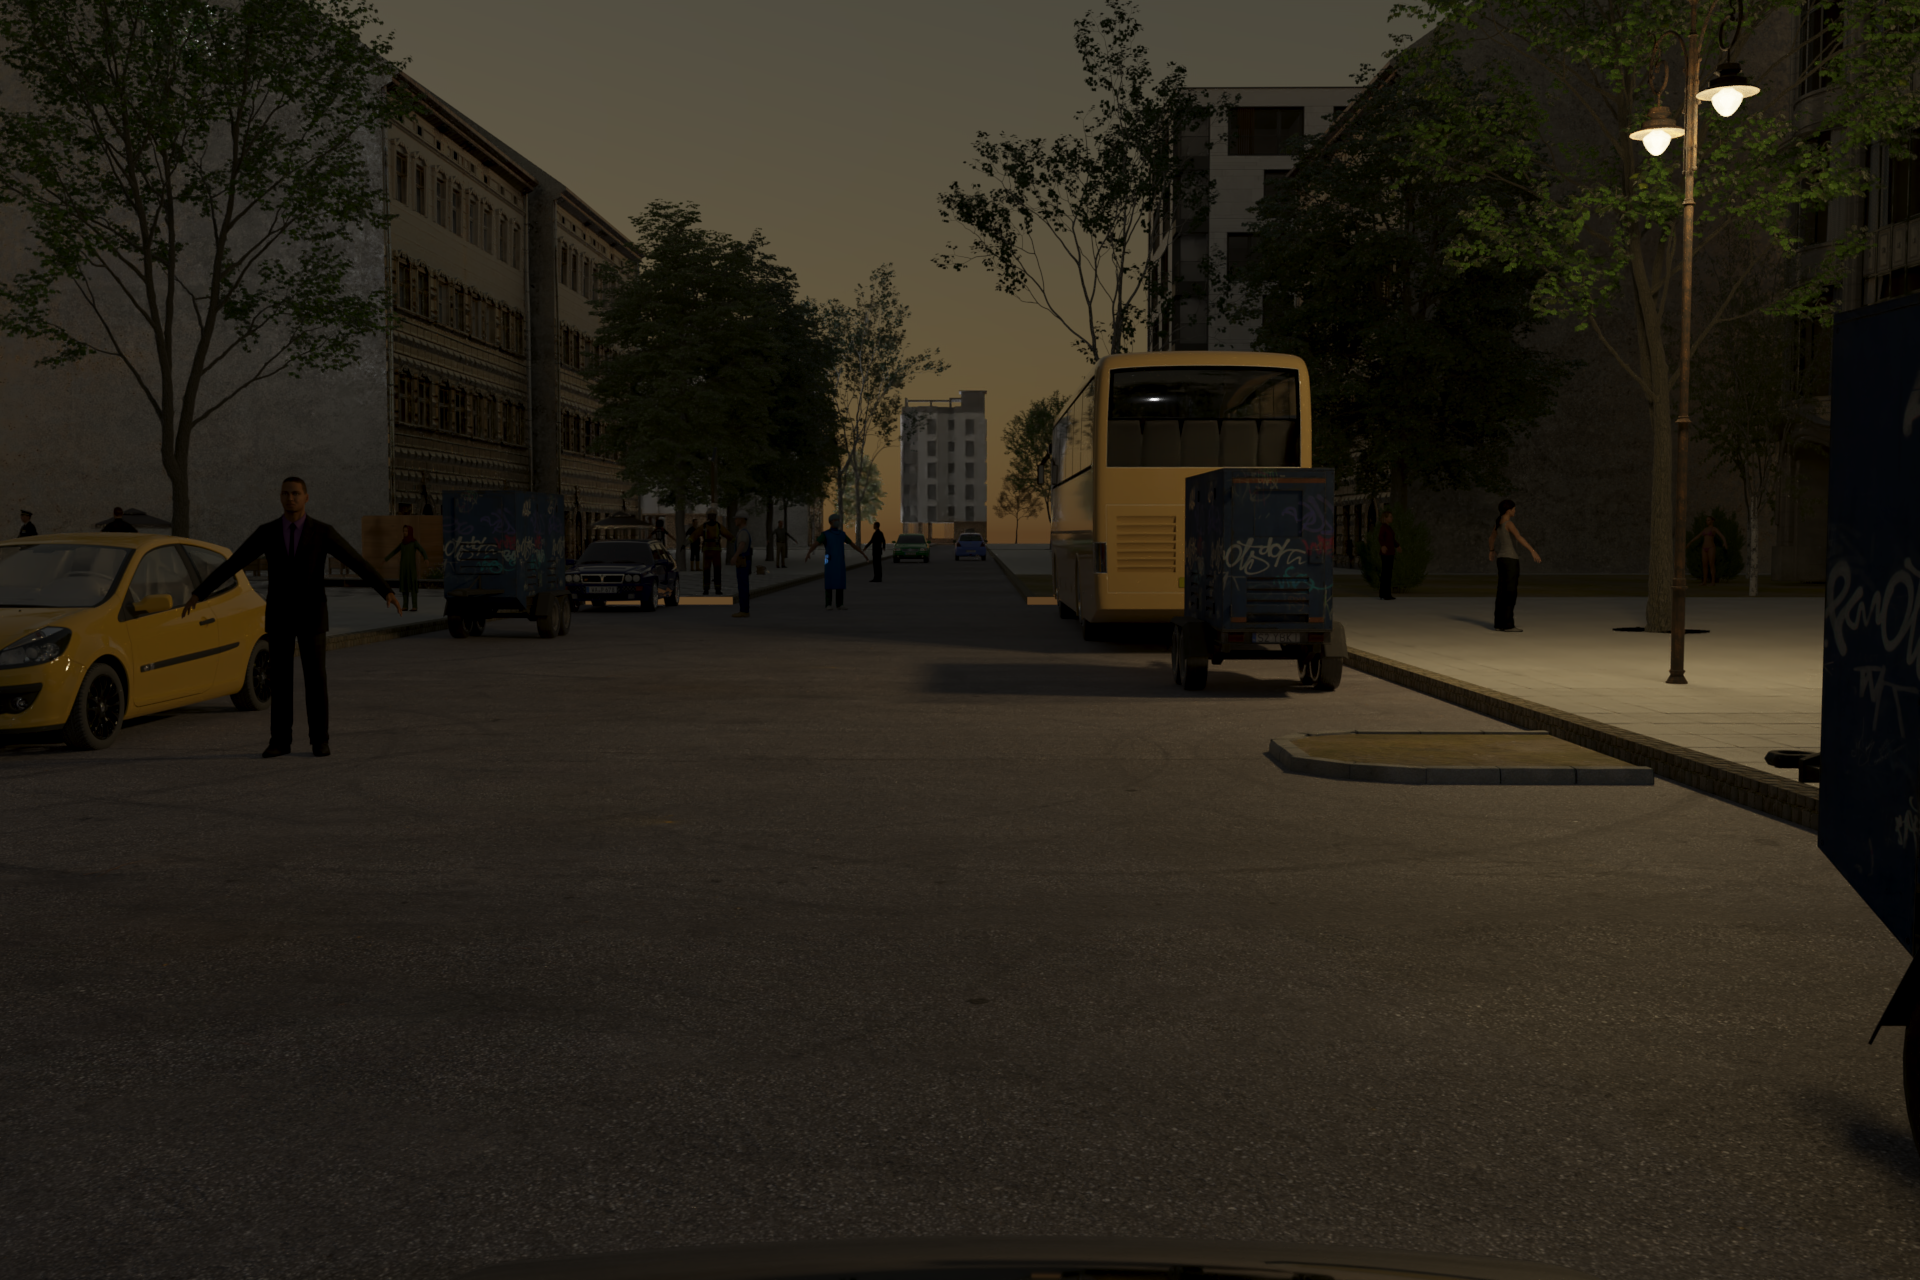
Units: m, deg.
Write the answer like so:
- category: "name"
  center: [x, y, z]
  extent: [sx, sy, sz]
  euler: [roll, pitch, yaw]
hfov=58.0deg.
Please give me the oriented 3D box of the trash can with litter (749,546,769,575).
- category: "trash can with litter"
  center: [-6.551, -2.643, 54.606]
  extent: [1.055, 1.170, 0.624]
  euler: [0, 4, 0]

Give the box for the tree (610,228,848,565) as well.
- category: "tree"
  center: [-9.471, -10.057, 71.094]
  extent: [9.857, 13.997, 8.962]
  euler: [0, 3, 0]

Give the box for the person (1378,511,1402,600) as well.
- category: "person"
  center: [8.375, -1.643, 33.674]
  extent: [0.721, 1.729, 1.215]
  euler: [2, 4, 28]

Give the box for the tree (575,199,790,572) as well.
- category: "tree"
  center: [-9.505, -8.651, 59.569]
  extent: [7.486, 12.596, 7.792]
  euler: [0, 3, 0]

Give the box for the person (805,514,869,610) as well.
- category: "person"
  center: [-2.352, -1.475, 32.704]
  extent: [1.347, 1.817, 0.704]
  euler: [-2, 4, -32]

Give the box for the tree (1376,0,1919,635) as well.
- category: "tree"
  center: [9.032, -5.910, 22.383]
  extent: [9.928, 11.665, 9.643]
  euler: [0, 3, 0]

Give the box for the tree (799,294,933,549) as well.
- category: "tree"
  center: [-8.514, -17.310, 138.906]
  extent: [12.611, 20.169, 13.585]
  euler: [0, 3, 0]

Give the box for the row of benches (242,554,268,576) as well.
- category: "row of benches"
  center: [-21.456, -2.199, 51.414]
  extent: [1.422, 0.672, 4.104]
  euler: [1, 4, 20]

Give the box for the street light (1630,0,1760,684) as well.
- category: "street light"
  center: [6.156, -2.563, 14.695]
  extent: [0.468, 5.910, 1.993]
  euler: [0, 4, 1]

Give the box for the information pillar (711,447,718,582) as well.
- category: "information pillar"
  center: [-6.603, -3.379, 46.606]
  extent: [0.183, 3.616, 0.504]
  euler: [0, 4, 2]

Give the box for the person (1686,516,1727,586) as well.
- category: "person"
  center: [18.516, -2.210, 42.931]
  extent: [0.721, 1.733, 1.217]
  euler: [-2, 4, -26]

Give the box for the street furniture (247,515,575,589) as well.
- category: "street furniture"
  center: [-11.964, -2.282, 44.168]
  extent: [9.812, 1.723, 11.010]
  euler: [2, 4, 29]

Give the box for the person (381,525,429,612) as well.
- category: "person"
  center: [-9.175, -1.191, 28.680]
  extent: [0.989, 1.438, 0.599]
  euler: [2, 4, 24]

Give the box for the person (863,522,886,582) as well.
- category: "person"
  center: [-2.501, -2.632, 51.712]
  extent: [0.704, 1.802, 1.346]
  euler: [2, 4, 25]

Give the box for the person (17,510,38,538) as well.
- category: "person"
  center: [-21.337, -2.057, 39.572]
  extent: [1.347, 1.837, 0.705]
  euler: [3, 4, 38]

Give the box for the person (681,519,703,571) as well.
- category: "person"
  center: [-9.136, -3.286, 59.861]
  extent: [0.704, 1.812, 1.346]
  euler: [3, 5, 44]

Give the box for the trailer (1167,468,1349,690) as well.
- category: "trailer"
  center: [2.758, -0.602, 16.899]
  extent: [1.471, 1.999, 3.904]
  euler: [0, 4, 0]

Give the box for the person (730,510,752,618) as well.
- category: "person"
  center: [-3.778, -1.320, 29.888]
  extent: [0.705, 1.847, 1.347]
  euler: [0, 4, -2]

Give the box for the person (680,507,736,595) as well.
- category: "person"
  center: [-5.235, -1.883, 36.563]
  extent: [1.354, 1.858, 0.705]
  euler: [-1, 4, -13]

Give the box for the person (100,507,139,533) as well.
- category: "person"
  center: [-16.089, -1.646, 33.128]
  extent: [1.348, 1.803, 0.705]
  euler: [-3, 5, -42]

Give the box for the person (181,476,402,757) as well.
- category: "person"
  center: [-4.296, -0.154, 11.200]
  extent: [1.346, 1.802, 0.704]
  euler: [-1, 4, -10]

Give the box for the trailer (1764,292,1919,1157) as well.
- category: "trailer"
  center: [2.742, 0.197, 3.821]
  extent: [1.471, 1.999, 3.904]
  euler: [0, 3, 0]

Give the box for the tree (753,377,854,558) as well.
- category: "tree"
  center: [-9.056, -9.639, 92.006]
  extent: [8.767, 10.594, 7.601]
  euler: [3, 4, 37]

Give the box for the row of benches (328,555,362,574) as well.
- category: "row of benches"
  center: [-18.706, -2.359, 54.035]
  extent: [1.422, 0.672, 4.104]
  euler: [-3, 5, -40]

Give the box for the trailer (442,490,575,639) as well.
- category: "trailer"
  center: [-6.259, -0.996, 23.337]
  extent: [1.471, 1.999, 3.904]
  euler: [0, 4, 1]

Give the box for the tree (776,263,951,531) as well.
- category: "tree"
  center: [-7.447, -16.205, 120.836]
  extent: [12.611, 20.169, 13.585]
  euler: [0, 3, 0]

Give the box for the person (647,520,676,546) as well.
- category: "person"
  center: [-11.459, -3.681, 66.329]
  extent: [1.345, 1.843, 0.704]
  euler: [1, 4, 13]

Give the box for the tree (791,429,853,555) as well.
- category: "tree"
  center: [-9.254, -9.542, 106.370]
  extent: [4.360, 8.622, 3.978]
  euler: [0, 3, 0]

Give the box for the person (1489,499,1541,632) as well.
- category: "person"
  center: [7.266, -0.976, 22.773]
  extent: [0.721, 1.737, 1.217]
  euler: [-1, 4, -11]

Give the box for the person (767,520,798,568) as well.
- category: "person"
  center: [-6.748, -3.611, 65.305]
  extent: [1.348, 1.796, 0.705]
  euler: [-3, 4, -38]
